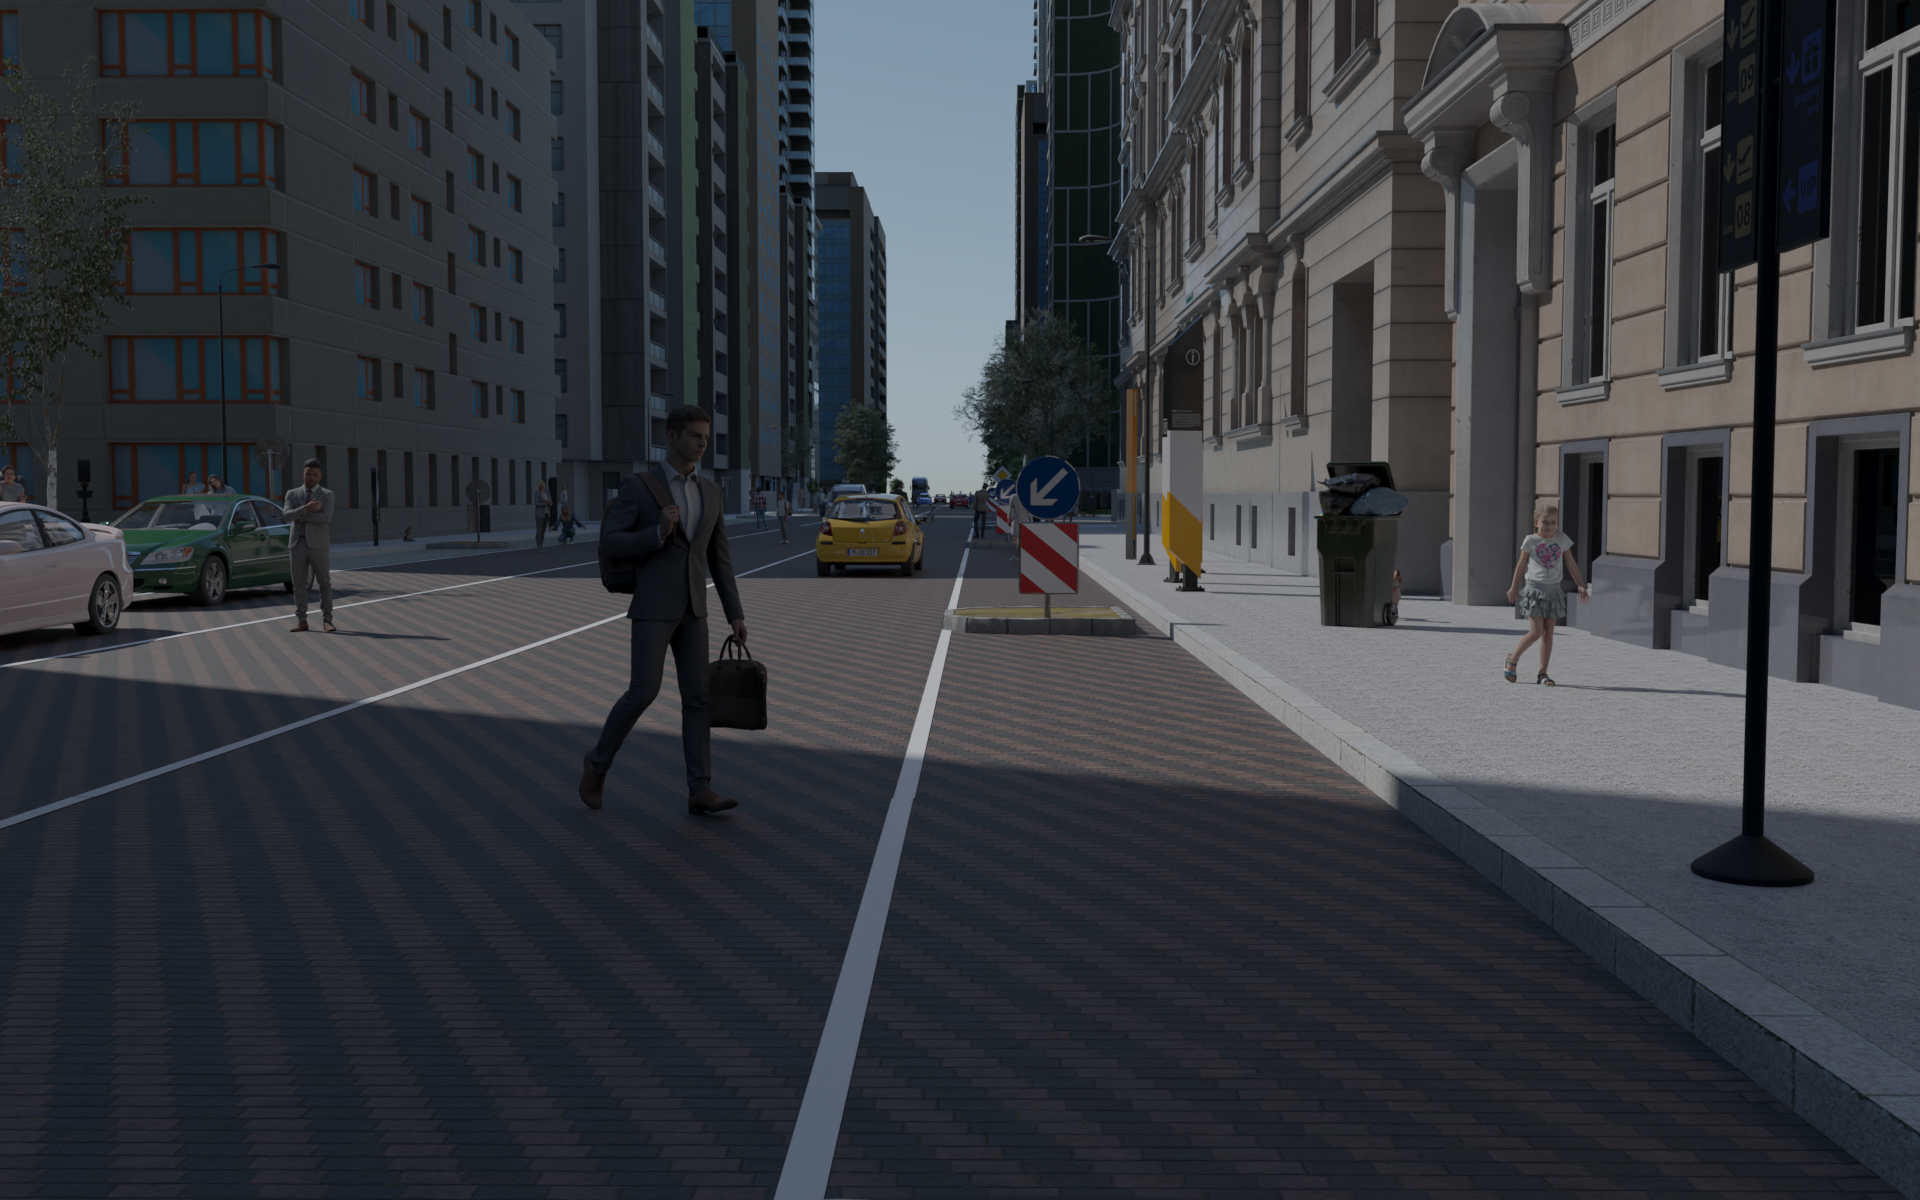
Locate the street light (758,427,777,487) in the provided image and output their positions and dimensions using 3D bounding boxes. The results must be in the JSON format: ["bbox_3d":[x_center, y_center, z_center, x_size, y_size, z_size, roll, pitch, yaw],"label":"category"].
[{"bbox_3d":[-13.340,-8.998,119.651,1.470,5.913,1.316,0,4,1],"label":"street light"}]

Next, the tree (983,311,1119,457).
[{"bbox_3d":[4.883,-9.359,87.439,8.767,10.594,7.601,3,5,44],"label":"tree"}]

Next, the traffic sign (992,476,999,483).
[{"bbox_3d":[1.854,-4.686,78.805,0.795,2.593,0.064,0,4,1],"label":"traffic sign"}]

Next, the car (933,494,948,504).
[{"bbox_3d":[-2.838,-14.803,251.067,2.155,1.783,4.494,0,4,2],"label":"car"}]

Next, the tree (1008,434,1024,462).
[{"bbox_3d":[5.970,-12.628,156.823,4.737,8.622,4.395,0,3,0],"label":"tree"}]

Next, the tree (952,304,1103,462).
[{"bbox_3d":[4.635,-12.305,111.559,12.009,13.543,11.850,0,3,0],"label":"tree"}]

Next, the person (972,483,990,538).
[{"bbox_3d":[0.682,-2.937,56.707,0.592,1.802,0.473,0,4,4],"label":"person"}]

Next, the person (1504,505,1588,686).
[{"bbox_3d":[3.961,-0.039,11.690,0.505,1.210,0.382,0,4,-2],"label":"person"}]

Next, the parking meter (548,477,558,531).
[{"bbox_3d":[-14.218,-3.351,60.494,0.255,1.863,0.399,-2,4,-24],"label":"parking meter"}]

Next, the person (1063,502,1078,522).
[{"bbox_3d":[4.188,-3.685,66.387,0.616,1.811,0.778,2,4,27],"label":"person"}]

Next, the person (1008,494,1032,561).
[{"bbox_3d":[1.319,-1.690,36.890,0.760,1.731,0.466,3,5,45],"label":"person"}]

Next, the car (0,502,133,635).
[{"bbox_3d":[-9.590,-0.241,16.308,2.083,1.381,4.827,0,4,-1],"label":"car"}]

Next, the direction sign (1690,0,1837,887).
[{"bbox_3d":[2.665,-0.840,5.724,0.379,3.537,0.876,0,4,4],"label":"direction sign"}]

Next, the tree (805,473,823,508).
[{"bbox_3d":[-13.365,-10.035,158.670,1.663,3.219,1.824,0,3,0],"label":"tree"}]

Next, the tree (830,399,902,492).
[{"bbox_3d":[-12.420,-19.826,230.802,9.857,13.997,8.962,0,3,0],"label":"tree"}]

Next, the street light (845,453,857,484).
[{"bbox_3d":[-12.323,-13.613,195.107,1.470,5.913,1.316,0,4,1],"label":"street light"}]

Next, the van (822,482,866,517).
[{"bbox_3d":[-4.539,-3.851,69.980,2.013,2.044,4.112,0,4,-1],"label":"van"}]

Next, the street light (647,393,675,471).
[{"bbox_3d":[-13.827,-6.568,79.930,1.470,5.913,1.316,0,4,1],"label":"street light"}]

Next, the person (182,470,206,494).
[{"bbox_3d":[-17.122,-1.988,38.641,0.616,1.811,0.778,-1,4,-15],"label":"person"}]

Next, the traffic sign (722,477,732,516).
[{"bbox_3d":[-13.709,-6.096,101.806,0.606,2.300,0.079,1,4,9],"label":"traffic sign"}]

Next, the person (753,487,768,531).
[{"bbox_3d":[-7.799,-3.567,67.659,0.563,1.720,0.643,-2,4,-27],"label":"person"}]

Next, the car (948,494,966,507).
[{"bbox_3d":[-0.254,-11.141,191.196,2.155,1.783,4.494,0,4,-1],"label":"car"}]

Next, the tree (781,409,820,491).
[{"bbox_3d":[-14.062,-12.104,148.268,4.360,8.622,3.978,0,3,0],"label":"tree"}]

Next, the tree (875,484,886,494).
[{"bbox_3d":[-12.018,-16.509,264.521,1.663,3.219,1.824,0,3,0],"label":"tree"}]

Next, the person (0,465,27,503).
[{"bbox_3d":[-16.459,-1.434,29.851,0.532,1.782,0.716,3,5,44],"label":"person"}]

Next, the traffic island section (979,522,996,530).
[{"bbox_3d":[1.780,-2.974,70.903,2.009,0.180,2.903,0,4,1],"label":"traffic island section"}]

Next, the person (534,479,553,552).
[{"bbox_3d":[-10.281,-2.090,42.856,0.526,1.800,0.537,3,5,43],"label":"person"}]

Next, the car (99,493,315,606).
[{"bbox_3d":[-10.389,-0.726,23.670,2.131,1.459,4.920,0,4,2],"label":"car"}]

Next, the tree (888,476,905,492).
[{"bbox_3d":[-11.596,-20.178,313.618,4.285,4.588,4.351,0,3,0],"label":"tree"}]

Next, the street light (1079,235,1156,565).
[{"bbox_3d":[2.843,-3.590,31.236,1.470,5.913,1.316,0,4,1],"label":"street light"}]

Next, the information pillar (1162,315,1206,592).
[{"bbox_3d":[2.957,-1.917,22.697,0.504,3.616,0.183,-1,4,-20],"label":"information pillar"}]

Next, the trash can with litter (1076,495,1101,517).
[{"bbox_3d":[7.249,-5.238,96.704,1.678,1.210,2.233,-1,4,-23],"label":"trash can with litter"}]

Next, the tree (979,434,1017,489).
[{"bbox_3d":[7.132,-19.713,239.312,9.611,12.733,9.660,0,3,0],"label":"tree"}]

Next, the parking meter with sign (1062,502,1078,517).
[{"bbox_3d":[6.018,-6.280,98.944,1.738,3.016,0.543,3,5,44],"label":"parking meter with sign"}]

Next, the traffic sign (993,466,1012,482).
[{"bbox_3d":[1.756,-4.198,70.820,0.795,2.593,0.064,0,4,1],"label":"traffic sign"}]

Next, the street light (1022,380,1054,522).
[{"bbox_3d":[3.227,-6.007,70.758,1.470,5.913,1.316,0,4,1],"label":"street light"}]

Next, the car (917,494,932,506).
[{"bbox_3d":[-4.337,-12.463,213.365,1.945,1.707,3.694,0,4,2],"label":"car"}]

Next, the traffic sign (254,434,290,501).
[{"bbox_3d":[-14.556,-2.234,36.636,0.768,2.556,0.104,0,4,4],"label":"traffic sign"}]

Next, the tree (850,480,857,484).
[{"bbox_3d":[-12.807,-13.212,210.616,1.663,3.219,1.824,0,3,0],"label":"tree"}]

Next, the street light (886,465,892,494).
[{"bbox_3d":[-11.259,-18.670,277.798,1.470,5.913,1.316,0,4,1],"label":"street light"}]

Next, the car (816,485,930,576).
[{"bbox_3d":[-1.594,-1.310,31.635,2.015,1.641,3.980,0,4,2],"label":"car"}]

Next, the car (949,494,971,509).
[{"bbox_3d":[-0.024,-9.966,171.989,2.155,1.783,4.494,0,4,2],"label":"car"}]

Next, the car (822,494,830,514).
[{"bbox_3d":[-7.959,-6.174,112.735,2.131,1.459,4.920,0,4,2],"label":"car"}]

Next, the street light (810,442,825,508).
[{"bbox_3d":[-12.845,-11.194,155.555,1.470,5.913,1.316,0,4,1],"label":"street light"}]

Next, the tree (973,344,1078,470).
[{"bbox_3d":[5.642,-14.556,144.646,9.857,13.997,8.962,0,3,0],"label":"tree"}]

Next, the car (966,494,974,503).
[{"bbox_3d":[1.378,-14.920,253.526,1.945,1.707,3.694,0,4,1],"label":"car"}]

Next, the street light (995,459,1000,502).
[{"bbox_3d":[5.192,-15.774,230.447,1.470,5.913,1.316,0,4,1],"label":"street light"}]

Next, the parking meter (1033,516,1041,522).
[{"bbox_3d":[3.535,-4.360,79.691,0.372,1.533,0.369,0,3,0],"label":"parking meter"}]

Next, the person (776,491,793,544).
[{"bbox_3d":[-5.102,-2.394,50.235,0.503,1.515,0.523,1,4,11],"label":"person"}]

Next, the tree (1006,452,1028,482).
[{"bbox_3d":[4.777,-9.073,132.057,4.285,4.588,4.351,0,3,0],"label":"tree"}]

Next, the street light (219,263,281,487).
[{"bbox_3d":[-14.338,-3.818,34.972,1.470,5.913,1.316,0,4,1],"label":"street light"}]

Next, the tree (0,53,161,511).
[{"bbox_3d":[-15.376,-4.798,28.811,4.360,8.622,3.978,0,3,0],"label":"tree"}]

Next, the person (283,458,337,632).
[{"bbox_3d":[-6.765,-0.571,18.022,0.511,1.800,0.466,-1,4,-22],"label":"person"}]

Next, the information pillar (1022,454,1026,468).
[{"bbox_3d":[3.683,-6.661,100.264,0.183,3.616,0.504,1,4,20],"label":"information pillar"}]

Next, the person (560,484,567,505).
[{"bbox_3d":[-17.824,-4.385,78.415,0.598,1.740,0.731,-2,4,-32],"label":"person"}]
